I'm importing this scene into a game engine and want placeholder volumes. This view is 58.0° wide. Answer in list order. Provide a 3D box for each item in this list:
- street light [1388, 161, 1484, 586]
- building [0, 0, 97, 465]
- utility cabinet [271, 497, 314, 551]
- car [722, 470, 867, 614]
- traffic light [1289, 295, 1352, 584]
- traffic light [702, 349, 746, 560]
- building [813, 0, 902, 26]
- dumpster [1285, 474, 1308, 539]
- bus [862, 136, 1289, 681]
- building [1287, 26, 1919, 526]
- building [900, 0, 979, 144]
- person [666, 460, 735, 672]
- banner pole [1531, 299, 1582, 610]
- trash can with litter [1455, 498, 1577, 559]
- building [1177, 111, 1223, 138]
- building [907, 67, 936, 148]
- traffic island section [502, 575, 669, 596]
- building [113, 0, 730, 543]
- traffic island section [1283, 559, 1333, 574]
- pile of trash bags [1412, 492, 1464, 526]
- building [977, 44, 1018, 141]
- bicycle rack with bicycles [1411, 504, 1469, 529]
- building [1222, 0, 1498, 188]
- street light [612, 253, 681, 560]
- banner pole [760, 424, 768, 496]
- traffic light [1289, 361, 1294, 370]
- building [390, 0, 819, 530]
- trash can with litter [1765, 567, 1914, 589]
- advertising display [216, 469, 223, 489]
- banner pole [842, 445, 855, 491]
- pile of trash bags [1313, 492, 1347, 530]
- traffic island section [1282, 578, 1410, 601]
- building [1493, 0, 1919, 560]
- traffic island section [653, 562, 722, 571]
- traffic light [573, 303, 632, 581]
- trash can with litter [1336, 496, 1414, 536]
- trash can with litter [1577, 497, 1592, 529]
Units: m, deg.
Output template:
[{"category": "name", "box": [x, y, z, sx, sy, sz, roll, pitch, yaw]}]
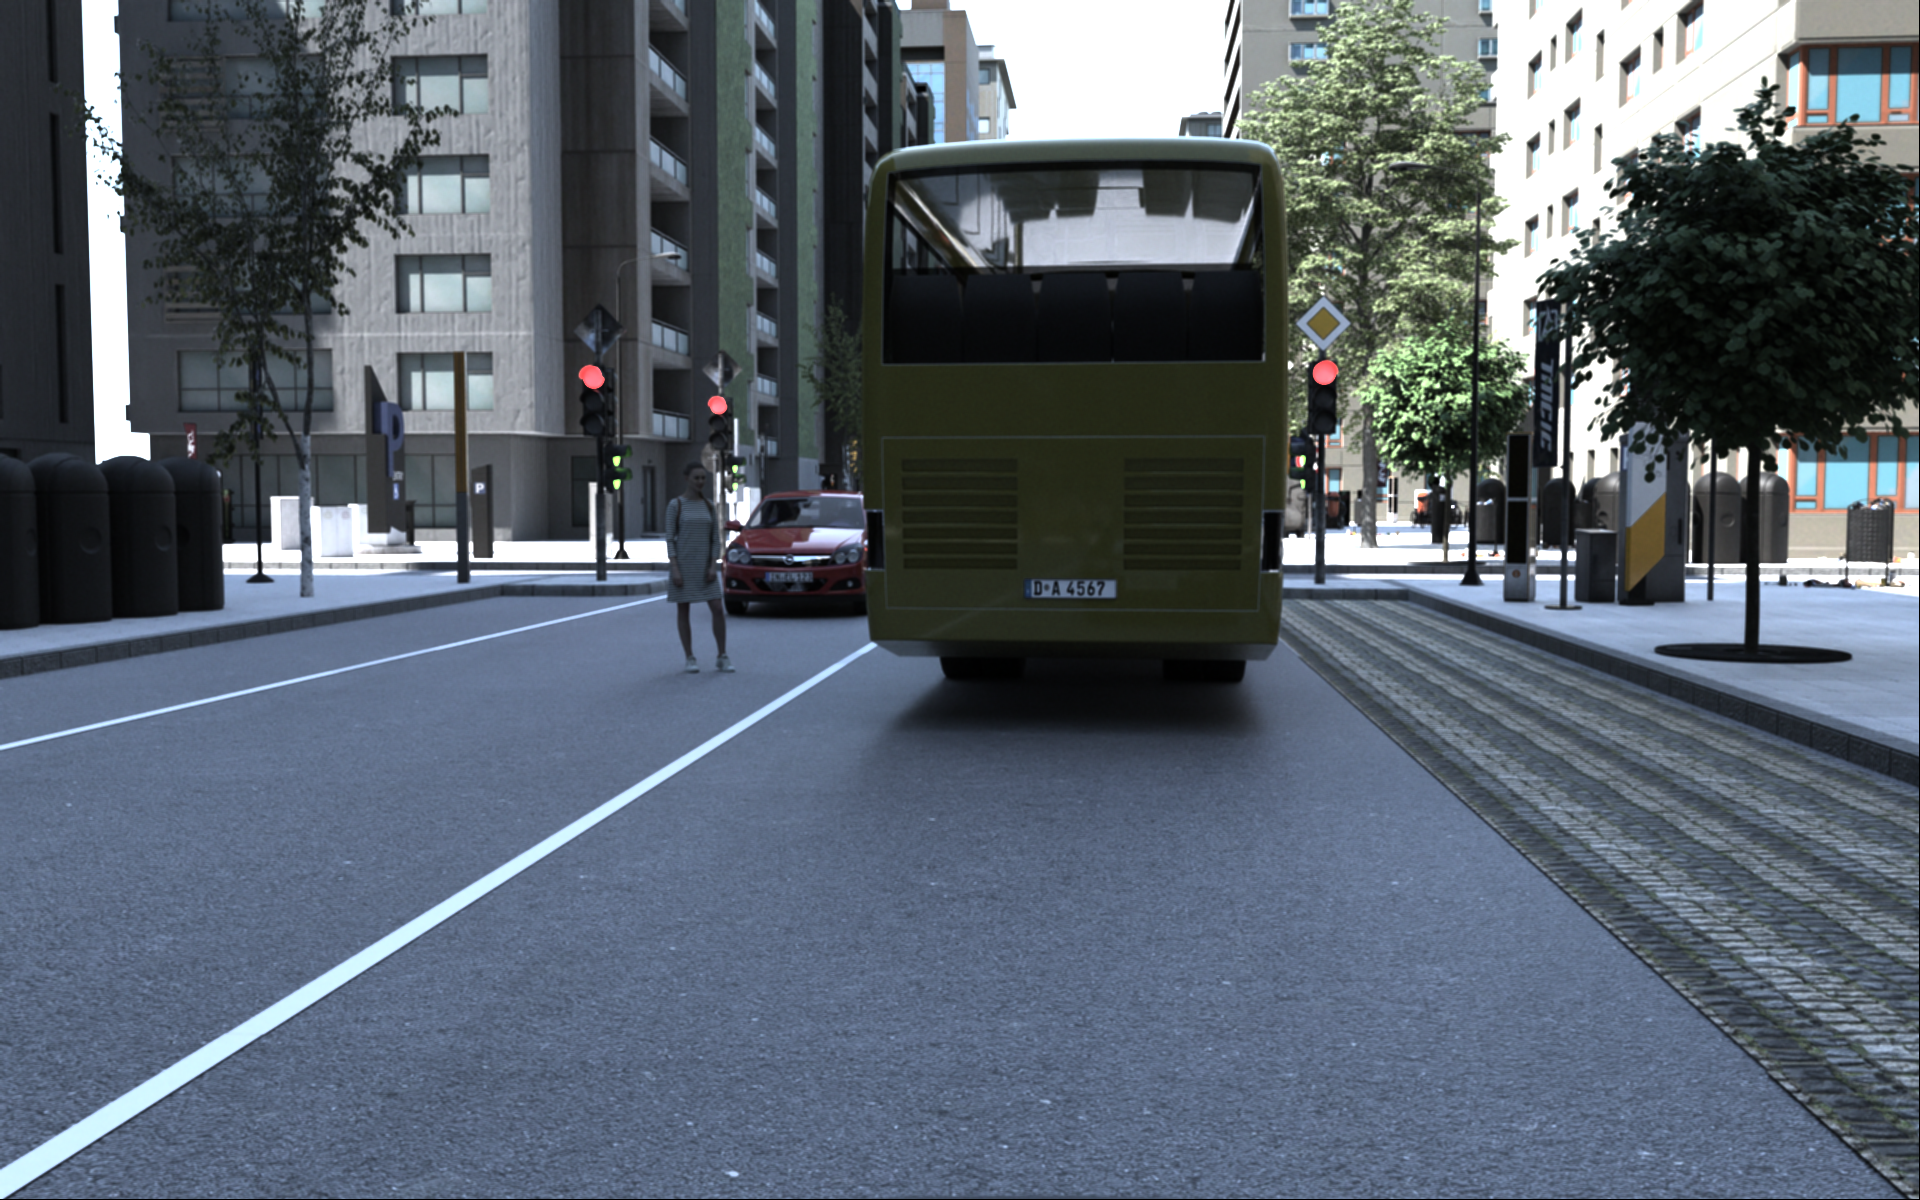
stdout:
[{"category": "street light", "box": [6.683, -3.167, 24.317, 1.470, 5.913, 1.316, 0, 4, 5]}, {"category": "building", "box": [-34.256, -16.828, 46.847, 14.107, 30.474, 14.160, 0, 4, 5]}, {"category": "utility cabinet", "box": [-15.195, -1.732, 39.484, 0.306, 1.237, 1.020, 2, 4, 25]}, {"category": "car", "box": [-1.843, -0.794, 22.018, 2.155, 1.783, 4.494, 0, 4, 3]}, {"category": "traffic light", "box": [5.123, -2.185, 24.643, 0.839, 4.253, 0.868, 0, 4, 5]}, {"category": "traffic light", "box": [-4.584, -2.727, 33.511, 0.839, 4.253, 0.868, 0, 4, 5]}, {"category": "building", "box": [-10.936, -19.779, 95.089, 14.160, 30.474, 14.107, 0, 4, 5]}, {"category": "dumpster", "box": [9.429, -2.725, 50.308, 1.264, 1.857, 1.865, 0, 4, 5]}, {"category": "bus", "box": [1.371, -1.509, 16.213, 2.896, 3.916, 12.252, 0, 4, 7]}, {"category": "building", "box": [31.516, -15.070, 91.439, 27.650, 21.520, 28.899, 0, 4, 5]}, {"category": "building", "box": [-5.704, -31.139, 159.232, 14.600, 45.320, 14.200, 0, 4, 5]}, {"category": "person", "box": [-2.141, -0.274, 13.992, 0.512, 1.701, 0.522, -2, 4, -32]}, {"category": "banner pole", "box": [6.685, -1.802, 19.480, 0.401, 3.779, 0.863, -1, 4, -16]}, {"category": "trash can with litter", "box": [10.980, -1.460, 34.923, 2.233, 1.210, 1.678, 0, 4, 3]}, {"category": "building", "box": [43.734, -39.468, 234.540, 28.713, 52.752, 27.495, 0, 4, 5]}, {"category": "building", "box": [-9.331, -21.111, 116.865, 14.160, 30.474, 14.107, 0, 4, 5]}, {"category": "traffic island section", "box": [-5.337, -0.209, 25.696, 2.009, 0.180, 2.903, 0, 4, 5]}, {"category": "building", "box": [-14.488, -22.459, 50.802, 14.154, 41.232, 14.086, 0, 4, 5]}, {"category": "traffic island section", "box": [5.876, -0.638, 32.706, 2.009, 0.180, 2.903, 0, 4, 5]}, {"category": "pile of trash bags", "box": [19.673, -3.800, 71.875, 1.912, 1.369, 3.447, 2, 4, 33]}, {"category": "building", "box": [-8.042, -37.939, 209.533, 28.713, 52.752, 27.495, 0, 4, 5]}, {"category": "bicycle rack with bicycles", "box": [18.214, -3.122, 64.431, 2.852, 0.926, 2.925, 0, 4, 2]}, {"category": "building", "box": [30.905, -30.914, 129.143, 21.300, 48.544, 21.600, 0, 4, 5]}, {"category": "street light", "box": [-6.055, -3.730, 33.533, 1.470, 5.913, 1.316, 0, 4, 5]}, {"category": "banner pole", "box": [-7.013, -4.406, 62.051, 0.401, 3.779, 0.863, -2, 4, -28]}, {"category": "traffic light", "box": [5.837, -2.671, 32.596, 0.839, 4.253, 0.868, 0, 4, 5]}, {"category": "building", "box": [-14.142, -23.811, 72.903, 14.154, 41.232, 14.086, 0, 4, 5]}, {"category": "trash can with litter", "box": [12.185, -0.799, 24.117, 2.233, 1.210, 1.678, 1, 4, 18]}, {"category": "advertising display", "box": [-19.602, -2.422, 44.818, 0.974, 1.923, 0.123, -2, 4, -27]}, {"category": "banner pole", "box": [-4.904, -5.330, 77.166, 0.863, 3.779, 0.401, -3, 4, -39]}, {"category": "pile of trash bags", "box": [13.297, -3.300, 63.715, 1.912, 1.369, 3.447, 0, 4, -6]}, {"category": "traffic island section", "box": [5.162, -0.151, 24.753, 2.009, 0.180, 2.903, 0, 4, 5]}, {"category": "building", "box": [31.759, -12.283, 45.868, 28.899, 21.520, 27.650, 0, 4, 5]}, {"category": "traffic island section", "box": [-4.623, -0.695, 33.649, 2.009, 0.180, 2.903, 0, 4, 5]}, {"category": "traffic light", "box": [-5.298, -2.241, 25.558, 0.839, 4.253, 0.868, 0, 4, 5]}, {"category": "trash can with litter", "box": [12.683, -2.556, 52.844, 2.233, 1.210, 1.678, 1, 4, 20]}, {"category": "trash can with litter", "box": [14.232, -1.812, 40.690, 2.233, 1.210, 1.678, -1, 4, -22]}]
